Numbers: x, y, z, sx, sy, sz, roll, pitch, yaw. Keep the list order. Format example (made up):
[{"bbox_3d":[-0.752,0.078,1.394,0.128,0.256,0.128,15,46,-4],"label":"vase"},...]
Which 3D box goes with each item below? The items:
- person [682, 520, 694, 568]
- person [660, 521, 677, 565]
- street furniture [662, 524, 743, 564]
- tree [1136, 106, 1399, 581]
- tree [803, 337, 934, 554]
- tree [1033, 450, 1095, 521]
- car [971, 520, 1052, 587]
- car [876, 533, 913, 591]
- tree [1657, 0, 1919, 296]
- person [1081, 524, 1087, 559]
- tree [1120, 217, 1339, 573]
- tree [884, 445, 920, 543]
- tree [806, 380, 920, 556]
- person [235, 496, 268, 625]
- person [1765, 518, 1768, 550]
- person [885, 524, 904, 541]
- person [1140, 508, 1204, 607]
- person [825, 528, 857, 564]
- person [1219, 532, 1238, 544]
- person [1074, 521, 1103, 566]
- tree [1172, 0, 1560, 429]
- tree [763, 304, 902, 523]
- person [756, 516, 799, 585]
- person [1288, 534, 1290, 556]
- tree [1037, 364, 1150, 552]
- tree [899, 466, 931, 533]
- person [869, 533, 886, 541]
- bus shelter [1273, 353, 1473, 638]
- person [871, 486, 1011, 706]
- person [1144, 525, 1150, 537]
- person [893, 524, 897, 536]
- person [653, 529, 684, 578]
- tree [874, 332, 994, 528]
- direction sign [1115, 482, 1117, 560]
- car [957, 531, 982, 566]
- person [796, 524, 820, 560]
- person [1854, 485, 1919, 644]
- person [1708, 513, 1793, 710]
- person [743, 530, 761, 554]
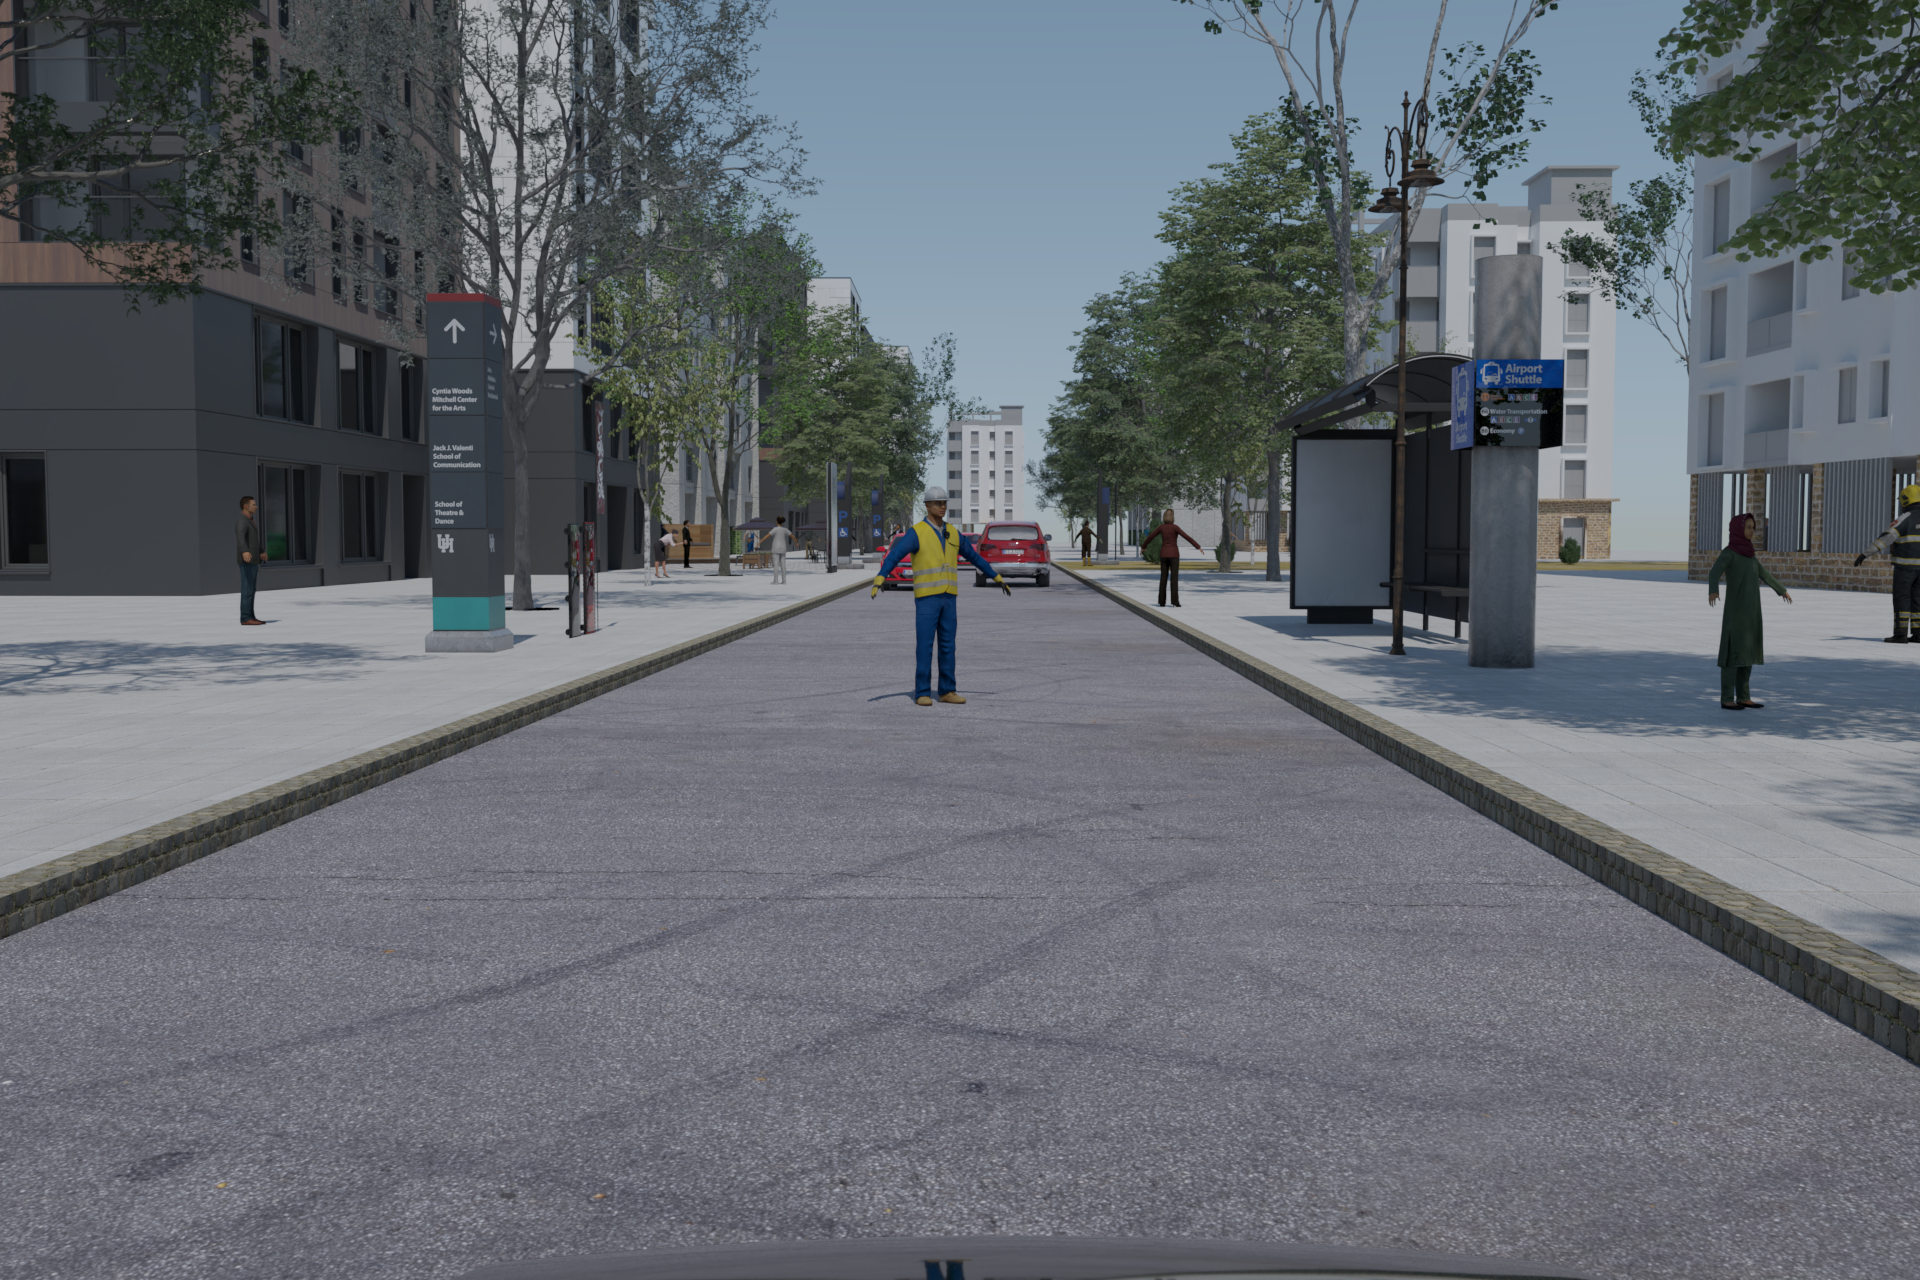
[{"bbox_3d":[-10.261,-3.610,65.213,0.705,1.806,1.347,0,4,3],"label":"person"},{"bbox_3d":[-12.312,-3.997,71.134,1.354,1.856,0.705,0,4,-2],"label":"person"},{"bbox_3d":[-14.483,-4.327,77.599,11.010,1.723,9.812,-2,4,-34],"label":"street furniture"},{"bbox_3d":[8.226,-7.856,46.571,7.486,12.596,7.792,0,3,0],"label":"tree"},{"bbox_3d":[-6.054,-12.655,113.559,9.857,13.997,8.962,0,3,0],"label":"tree"},{"bbox_3d":[9.945,-12.364,136.571,8.767,10.594,7.601,-1,4,-12],"label":"tree"},{"bbox_3d":[1.450,-2.427,48.361,2.281,1.827,5.304,0,4,1],"label":"car"},{"bbox_3d":[-1.071,-2.216,45.276,2.155,1.783,4.494,0,4,2],"label":"car"},{"bbox_3d":[7.057,-5.572,9.228,7.486,12.596,7.792,0,3,0],"label":"tree"},{"bbox_3d":[6.452,-5.123,89.883,0.705,1.813,1.348,0,4,-2],"label":"person"},{"bbox_3d":[8.874,-8.009,56.701,9.928,11.665,9.643,0,3,0],"label":"tree"},{"bbox_3d":[-5.089,-11.164,132.889,4.737,8.622,4.395,0,3,0],"label":"tree"},{"bbox_3d":[-6.102,-10.293,102.695,8.767,10.594,7.601,3,5,43],"label":"tree"},{"bbox_3d":[-10.004,-1.123,24.427,0.705,1.821,1.348,-1,4,-12],"label":"person"},{"bbox_3d":[23.241,-2.657,50.044,0.434,1.755,0.990,-2,4,-27],"label":"person"},{"bbox_3d":[-2.837,-4.413,78.869,1.216,1.740,0.721,1,4,18],"label":"person"},{"bbox_3d":[3.708,-1.443,30.404,1.215,1.729,0.721,2,4,31],"label":"person"},{"bbox_3d":[-4.825,-3.930,70.473,1.346,1.802,0.704,-1,4,-12],"label":"person"},{"bbox_3d":[15.556,-5.724,100.396,1.217,1.733,0.721,2,4,35],"label":"person"},{"bbox_3d":[5.072,-3.845,69.011,1.346,1.812,0.704,3,4,37],"label":"person"},{"bbox_3d":[8.828,-10.847,33.230,12.611,20.169,13.585,0,3,0],"label":"tree"},{"bbox_3d":[-6.309,-10.252,85.754,7.486,12.596,7.792,0,3,0],"label":"tree"},{"bbox_3d":[-4.640,-2.286,44.146,1.217,1.739,0.721,-2,4,-34],"label":"person"},{"bbox_3d":[19.074,-5.733,99.671,0.705,1.837,1.347,0,4,1],"label":"person"},{"bbox_3d":[10.098,-13.361,125.109,9.857,13.997,8.962,0,3,0],"label":"tree"},{"bbox_3d":[-4.932,-11.906,145.026,4.360,8.622,3.978,0,3,0],"label":"tree"},{"bbox_3d":[-4.388,-5.351,93.681,0.705,1.806,1.347,-3,5,-43],"label":"person"},{"bbox_3d":[5.439,-1.727,22.154,2.014,3.302,5.546,0,4,1],"label":"bus shelter"},{"bbox_3d":[-0.187,-0.376,14.569,1.349,1.833,0.705,-2,4,-32],"label":"person"},{"bbox_3d":[10.698,-5.646,98.440,0.704,1.817,1.347,-1,4,-20],"label":"person"},{"bbox_3d":[-3.184,-5.019,88.526,0.721,1.772,1.216,0,4,3],"label":"person"},{"bbox_3d":[-8.570,-2.534,50.660,0.628,1.438,0.799,3,4,37],"label":"person"},{"bbox_3d":[-3.227,-18.696,161.562,12.611,20.169,13.585,0,3,0],"label":"tree"},{"bbox_3d":[6.755,-5.083,75.099,0.379,3.537,0.876,0,4,2],"label":"direction sign"},{"bbox_3d":[0.283,-3.705,69.618,2.155,1.783,4.494,0,4,1],"label":"car"},{"bbox_3d":[-7.572,-4.914,86.608,1.348,1.796,0.705,1,4,20],"label":"person"},{"bbox_3d":[11.131,-0.891,20.330,1.351,1.858,0.704,-1,4,-15],"label":"person"},{"bbox_3d":[5.762,-0.211,12.661,0.989,1.438,0.599,-2,4,-34],"label":"person"},{"bbox_3d":[-10.477,-4.957,86.906,0.705,1.847,1.347,2,4,33],"label":"person"}]
